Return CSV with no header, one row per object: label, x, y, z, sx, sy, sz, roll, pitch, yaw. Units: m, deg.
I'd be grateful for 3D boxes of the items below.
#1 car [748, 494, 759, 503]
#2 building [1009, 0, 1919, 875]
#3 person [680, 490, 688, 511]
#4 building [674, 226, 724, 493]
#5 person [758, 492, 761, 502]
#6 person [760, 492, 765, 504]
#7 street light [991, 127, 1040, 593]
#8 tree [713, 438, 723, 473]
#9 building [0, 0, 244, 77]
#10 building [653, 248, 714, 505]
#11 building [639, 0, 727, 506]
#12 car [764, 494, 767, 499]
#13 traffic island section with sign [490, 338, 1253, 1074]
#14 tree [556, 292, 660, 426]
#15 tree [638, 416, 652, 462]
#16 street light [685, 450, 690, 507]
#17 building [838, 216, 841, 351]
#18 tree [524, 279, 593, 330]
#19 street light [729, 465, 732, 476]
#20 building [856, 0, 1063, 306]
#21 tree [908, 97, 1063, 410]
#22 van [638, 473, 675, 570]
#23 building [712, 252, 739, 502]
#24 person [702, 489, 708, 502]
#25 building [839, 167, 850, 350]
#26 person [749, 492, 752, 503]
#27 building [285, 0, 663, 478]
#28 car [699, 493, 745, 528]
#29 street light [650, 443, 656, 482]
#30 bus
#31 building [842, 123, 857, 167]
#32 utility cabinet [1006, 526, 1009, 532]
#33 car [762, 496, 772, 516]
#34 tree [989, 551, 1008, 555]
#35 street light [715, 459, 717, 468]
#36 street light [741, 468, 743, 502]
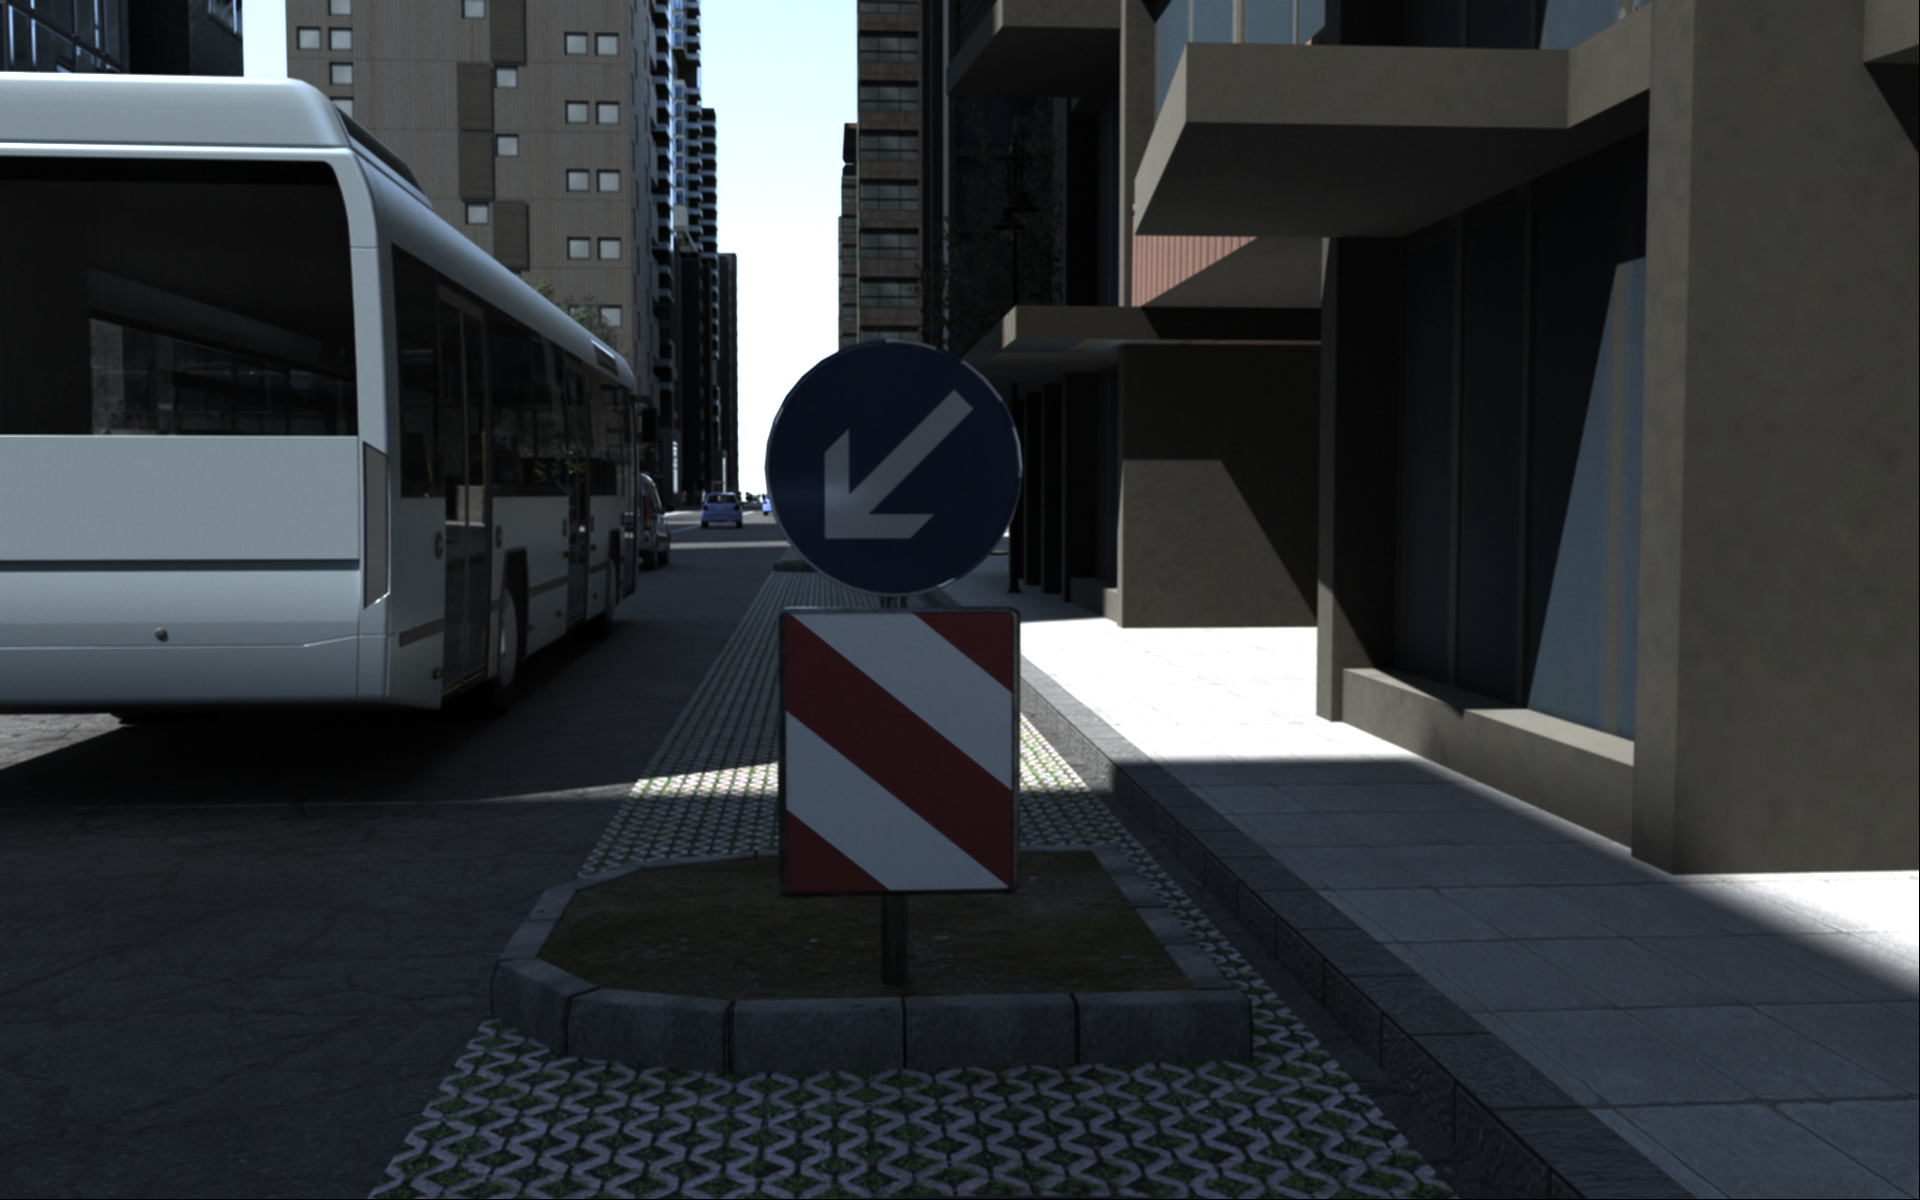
car,-34.616,-17.029,290.428,2.014,1.417,4.499,0,4,-5
building,11.332,-21.950,13.501,22.147,44.769,28.867,0,4,-5
person,-23.016,-8.281,144.343,0.683,1.767,0.568,-1,4,-14
building,-48.509,-33.149,233.863,32.217,40.220,23.993,0,4,-5
person,-34.476,-17.637,296.731,0.599,1.838,0.709,1,4,10
person,-29.615,-15.311,259.366,0.750,1.759,0.617,-2,4,-32
street light,0.705,-3.032,22.357,0.468,5.910,1.993,0,4,-5
tree,-31.513,-16.256,216.152,4.737,8.622,4.395,0,3,0
building,-33.342,-44.801,45.166,31.000,86.520,22.319,0,4,-5
building,-36.642,-26.454,204.216,14.160,30.474,14.107,0,4,-5
building,-46.356,-57.976,260.585,22.319,86.520,31.000,0,4,-5
car,-29.018,-15.632,264.627,2.155,1.783,4.494,0,4,-5
traffic island section with sign,-0.331,0.209,5.213,1.989,1.847,2.006,0,4,-5
tree,-23.284,-11.869,104.435,12.009,13.543,11.850,0,3,0
tree,-24.295,-10.678,124.948,4.360,8.622,3.978,0,3,0
street light,-27.860,-12.479,176.820,0.468,5.910,1.993,0,4,-5
building,-11.010,-35.045,256.571,14.154,41.232,14.086,0,4,-5
tree,-22.456,-10.645,92.165,7.486,12.596,7.792,0,3,0
street light,-34.418,-17.574,260.129,0.468,5.910,1.993,0,4,-5
building,1.206,-19.919,97.381,14.160,30.474,14.107,0,4,-5
tree,0.961,-4.970,31.620,4.360,8.622,3.978,0,3,0
van,-6.681,-1.660,34.145,2.013,2.044,4.112,0,4,-4
building,-43.854,-36.772,284.819,14.154,41.232,14.086,0,4,-5
person,-18.566,-7.207,126.352,0.620,1.820,0.660,1,4,16
building,-3.673,-23.519,156.239,14.160,30.474,14.107,0,4,-5
person,-32.389,-15.824,268.146,0.541,1.710,0.530,0,4,-2
building,-40.931,-34.379,151.331,28.713,52.752,27.495,0,4,-5
car,-10.125,-3.922,73.723,1.945,1.707,3.694,0,4,-6
street light,-24.990,-10.304,141.264,0.468,5.910,1.993,0,4,-5
bus,-4.437,-1.183,14.199,2.948,3.499,13.247,0,4,-5
building,-2.694,-33.525,202.754,22.147,44.769,28.867,0,4,-5
utility cabinet,1.528,-3.008,57.857,1.173,1.500,0.318,1,4,20
car,-12.386,-6.564,116.907,1.945,1.707,3.694,0,4,-4
tree,0.647,-2.586,36.879,1.663,3.219,1.824,0,3,0
street light,-31.695,-15.416,224.838,0.468,5.910,1.993,0,4,-5
street light,-37.235,-19.746,295.626,0.468,5.910,1.993,0,4,-5
